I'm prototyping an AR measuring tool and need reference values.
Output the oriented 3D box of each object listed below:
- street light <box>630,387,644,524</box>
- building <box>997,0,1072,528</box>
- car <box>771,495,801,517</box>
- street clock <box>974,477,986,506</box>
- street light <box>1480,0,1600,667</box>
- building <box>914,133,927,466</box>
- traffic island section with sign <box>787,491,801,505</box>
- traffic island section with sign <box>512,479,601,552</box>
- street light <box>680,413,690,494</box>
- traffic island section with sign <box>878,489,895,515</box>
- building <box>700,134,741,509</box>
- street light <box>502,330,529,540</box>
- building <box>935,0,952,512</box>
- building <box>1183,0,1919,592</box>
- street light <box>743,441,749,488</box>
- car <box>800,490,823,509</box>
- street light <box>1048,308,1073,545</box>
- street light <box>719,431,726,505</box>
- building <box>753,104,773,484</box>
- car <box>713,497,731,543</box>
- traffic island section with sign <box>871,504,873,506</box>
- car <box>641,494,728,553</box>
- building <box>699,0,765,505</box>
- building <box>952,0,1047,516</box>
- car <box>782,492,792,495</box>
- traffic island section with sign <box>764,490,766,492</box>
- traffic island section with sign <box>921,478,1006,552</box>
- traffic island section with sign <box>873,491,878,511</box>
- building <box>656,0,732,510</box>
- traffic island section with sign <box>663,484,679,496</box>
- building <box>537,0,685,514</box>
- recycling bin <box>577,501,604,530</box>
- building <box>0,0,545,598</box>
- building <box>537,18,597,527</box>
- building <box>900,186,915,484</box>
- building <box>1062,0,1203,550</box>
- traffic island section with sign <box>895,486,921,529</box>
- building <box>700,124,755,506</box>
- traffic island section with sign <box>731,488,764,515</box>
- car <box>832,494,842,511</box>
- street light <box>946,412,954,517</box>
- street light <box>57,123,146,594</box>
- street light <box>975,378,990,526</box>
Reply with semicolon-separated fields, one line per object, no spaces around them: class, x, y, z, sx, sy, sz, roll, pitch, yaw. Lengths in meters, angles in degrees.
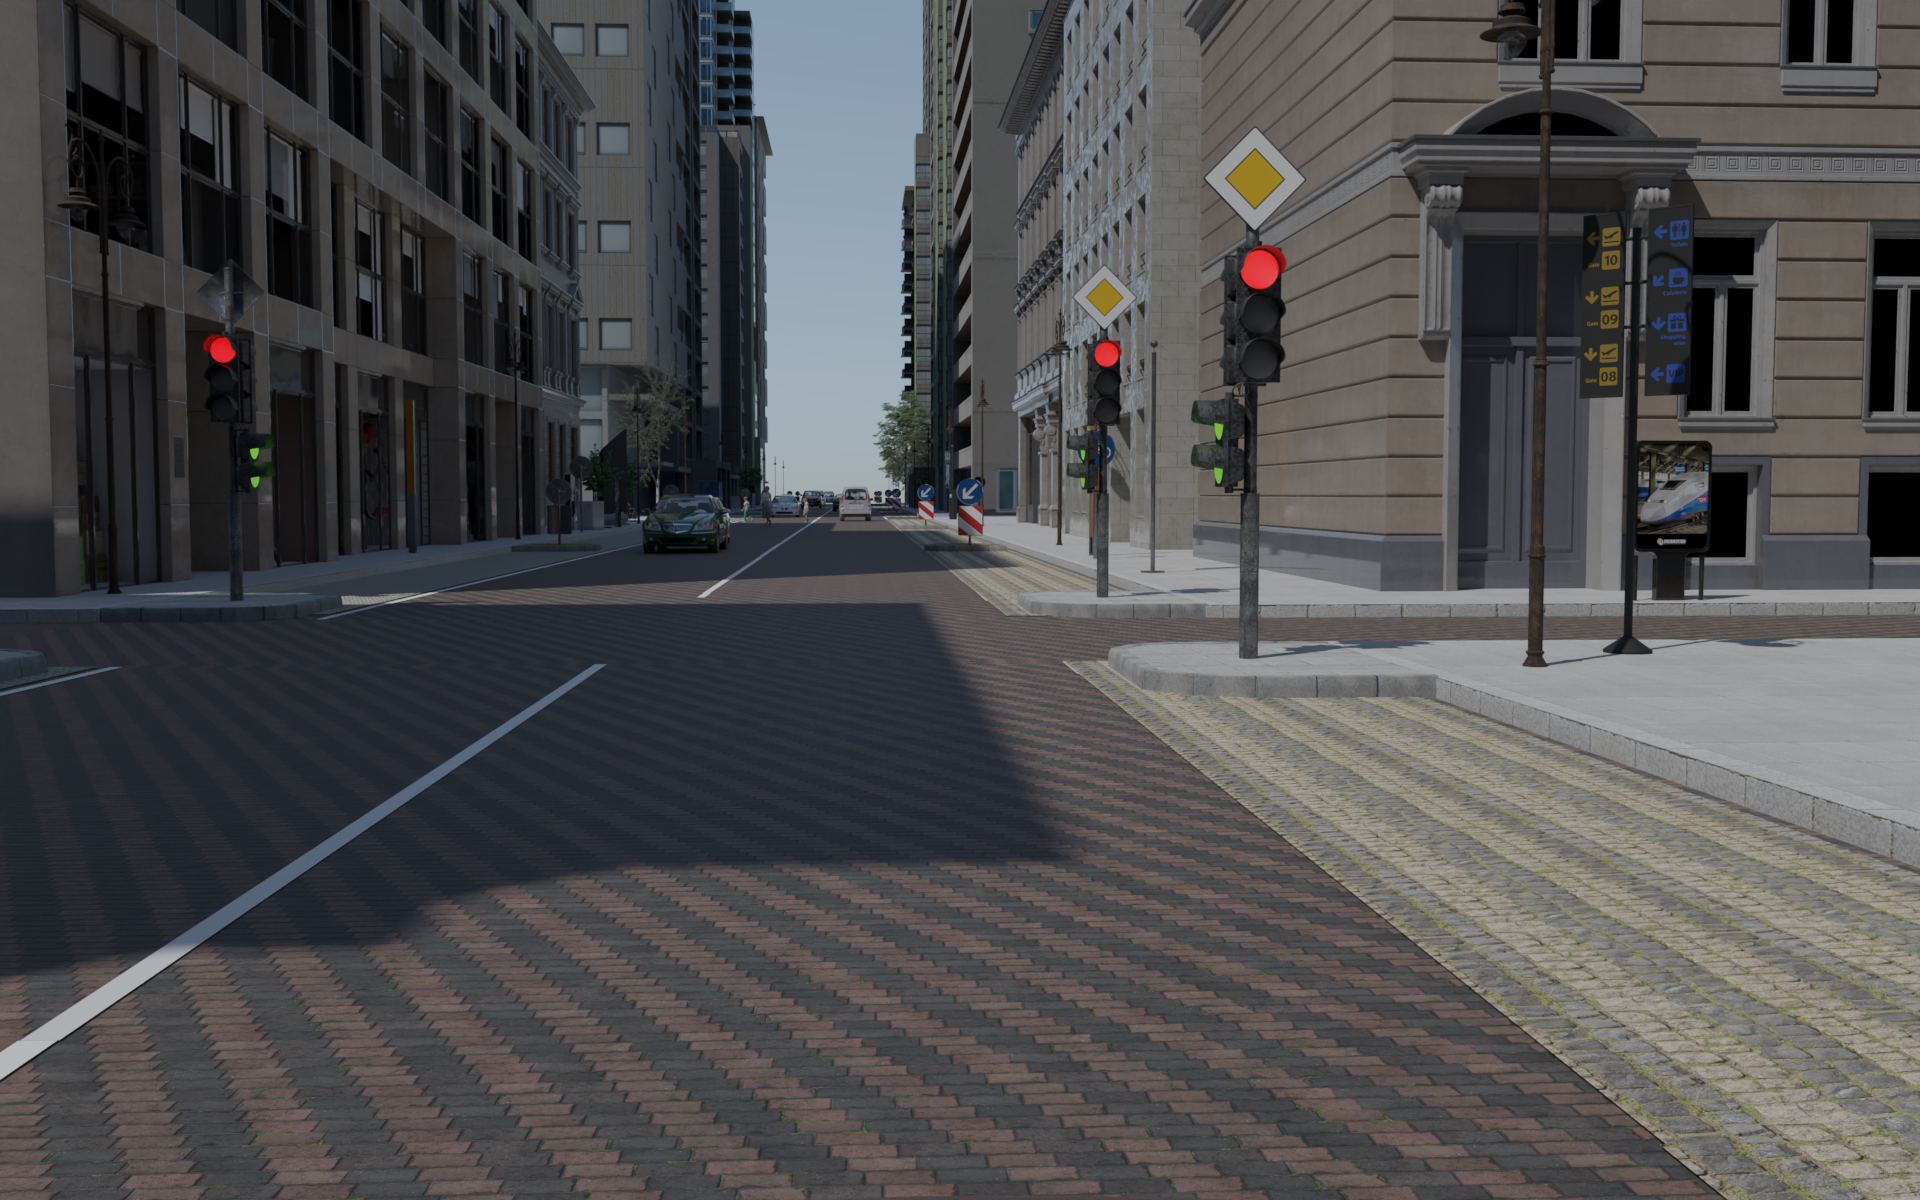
street light;-13.940;-6.250;74.976;0.468;5.910;1.993;0;4;-3
building;7.045;-13.797;76.492;10.553;20.767;40.483;0;4;-3
car;-10.922;-5.839;107.823;2.083;1.381;4.827;0;4;-5
street clock;0.800;-4.098;71.566;0.471;2.002;0.358;2;4;26
street light;4.281;-2.442;12.718;0.468;5.910;1.993;0;4;-3
building;1.722;-31.567;199.713;14.154;41.232;14.086;0;4;-3
traffic island section with sign;-19.697;-11.775;201.149;1.989;1.847;2.006;0;4;-3
traffic island section with sign;-10.109;-2.139;43.604;1.989;1.847;2.006;0;4;-3
street light;-15.473;-7.638;97.667;0.468;5.910;1.993;0;4;-3
traffic island section with sign;-4.526;-6.815;120.058;1.989;1.847;2.006;0;4;-3
building;-36.456;-28.330;155.080;32.217;40.220;23.993;0;4;-3
street light;-12.494;-4.648;48.790;0.468;5.910;1.993;0;4;-3
building;4.878;-28.126;143.460;14.154;41.232;14.086;0;4;-3
building;14.860;-14.850;28.707;20.117;28.700;13.634;0;4;-3
street light;-18.558;-10.844;150.085;0.468;5.910;1.993;0;4;-3
car;-14.548;-9.858;169.852;2.281;1.827;5.304;0;4;-4
street light;2.495;-4.312;43.285;0.468;5.910;1.993;0;4;-3
street light;-16.963;-9.222;123.561;0.468;5.910;1.993;0;4;-3
building;-40.425;-39.634;237.248;28.713;52.752;27.495;0;4;-3
car;-7.599;-2.284;49.706;2.083;1.381;4.827;0;4;-5
traffic island section with sign;-9.587;-11.910;203.349;1.989;1.847;2.006;0;4;-3
car;-6.887;-1.951;43.690;2.131;1.459;4.920;0;4;-3
building;-34.534;-54.719;207.328;22.319;86.520;31.000;0;4;-3
building;10.720;-29.813;111.145;21.300;48.544;21.600;0;4;-3
car;-18.409;-10.674;184.303;2.009;1.686;4.222;0;4;-4
traffic island section with sign;-16.361;-8.425;146.371;1.989;1.847;2.006;0;4;-3
traffic island section with sign;0.101;-2.153;43.830;1.989;1.847;2.006;0;4;-3
traffic island section with sign;-6.215;-8.510;147.767;1.989;1.847;2.006;0;4;-3
building;-28.316;-42.433;132.038;20.563;71.187;20.611;0;4;-3
traffic island section with sign;-11.764;-3.793;70.639;1.989;1.847;2.006;0;4;-3
building;-31.744;-31.749;108.342;28.713;52.752;27.495;0;4;-3
recycling bin;-13.280;-3.039;62.237;0.722;1.027;0.722;1;4;21
building;-21.828;-14.222;37.039;19.350;26.468;34.151;0;4;-3
building;-20.940;-13.988;64.861;11.583;22.565;21.152;0;4;-3
building;2.951;-35.911;241.765;22.147;44.769;28.867;0;4;-3
building;9.031;-11.817;47.956;10.420;20.320;16.860;0;4;-3
traffic island section with sign;-1.529;-3.799;70.736;1.989;1.847;2.006;0;4;-3
building;-29.626;-30.750;186.362;14.154;41.232;14.086;0;4;-3
traffic island section with sign;-14.704;-6.752;119.029;1.989;1.847;2.006;0;4;-3
car;-9.701;-8.310;144.670;1.959;1.807;4.718;0;4;-2
street light;-0.546;-7.483;95.132;0.468;5.910;1.993;0;4;-3
street light;-10.883;-3.017;22.111;0.468;5.910;1.993;0;4;-3
street light;0.893;-5.895;69.171;0.468;5.910;1.993;0;4;-3
